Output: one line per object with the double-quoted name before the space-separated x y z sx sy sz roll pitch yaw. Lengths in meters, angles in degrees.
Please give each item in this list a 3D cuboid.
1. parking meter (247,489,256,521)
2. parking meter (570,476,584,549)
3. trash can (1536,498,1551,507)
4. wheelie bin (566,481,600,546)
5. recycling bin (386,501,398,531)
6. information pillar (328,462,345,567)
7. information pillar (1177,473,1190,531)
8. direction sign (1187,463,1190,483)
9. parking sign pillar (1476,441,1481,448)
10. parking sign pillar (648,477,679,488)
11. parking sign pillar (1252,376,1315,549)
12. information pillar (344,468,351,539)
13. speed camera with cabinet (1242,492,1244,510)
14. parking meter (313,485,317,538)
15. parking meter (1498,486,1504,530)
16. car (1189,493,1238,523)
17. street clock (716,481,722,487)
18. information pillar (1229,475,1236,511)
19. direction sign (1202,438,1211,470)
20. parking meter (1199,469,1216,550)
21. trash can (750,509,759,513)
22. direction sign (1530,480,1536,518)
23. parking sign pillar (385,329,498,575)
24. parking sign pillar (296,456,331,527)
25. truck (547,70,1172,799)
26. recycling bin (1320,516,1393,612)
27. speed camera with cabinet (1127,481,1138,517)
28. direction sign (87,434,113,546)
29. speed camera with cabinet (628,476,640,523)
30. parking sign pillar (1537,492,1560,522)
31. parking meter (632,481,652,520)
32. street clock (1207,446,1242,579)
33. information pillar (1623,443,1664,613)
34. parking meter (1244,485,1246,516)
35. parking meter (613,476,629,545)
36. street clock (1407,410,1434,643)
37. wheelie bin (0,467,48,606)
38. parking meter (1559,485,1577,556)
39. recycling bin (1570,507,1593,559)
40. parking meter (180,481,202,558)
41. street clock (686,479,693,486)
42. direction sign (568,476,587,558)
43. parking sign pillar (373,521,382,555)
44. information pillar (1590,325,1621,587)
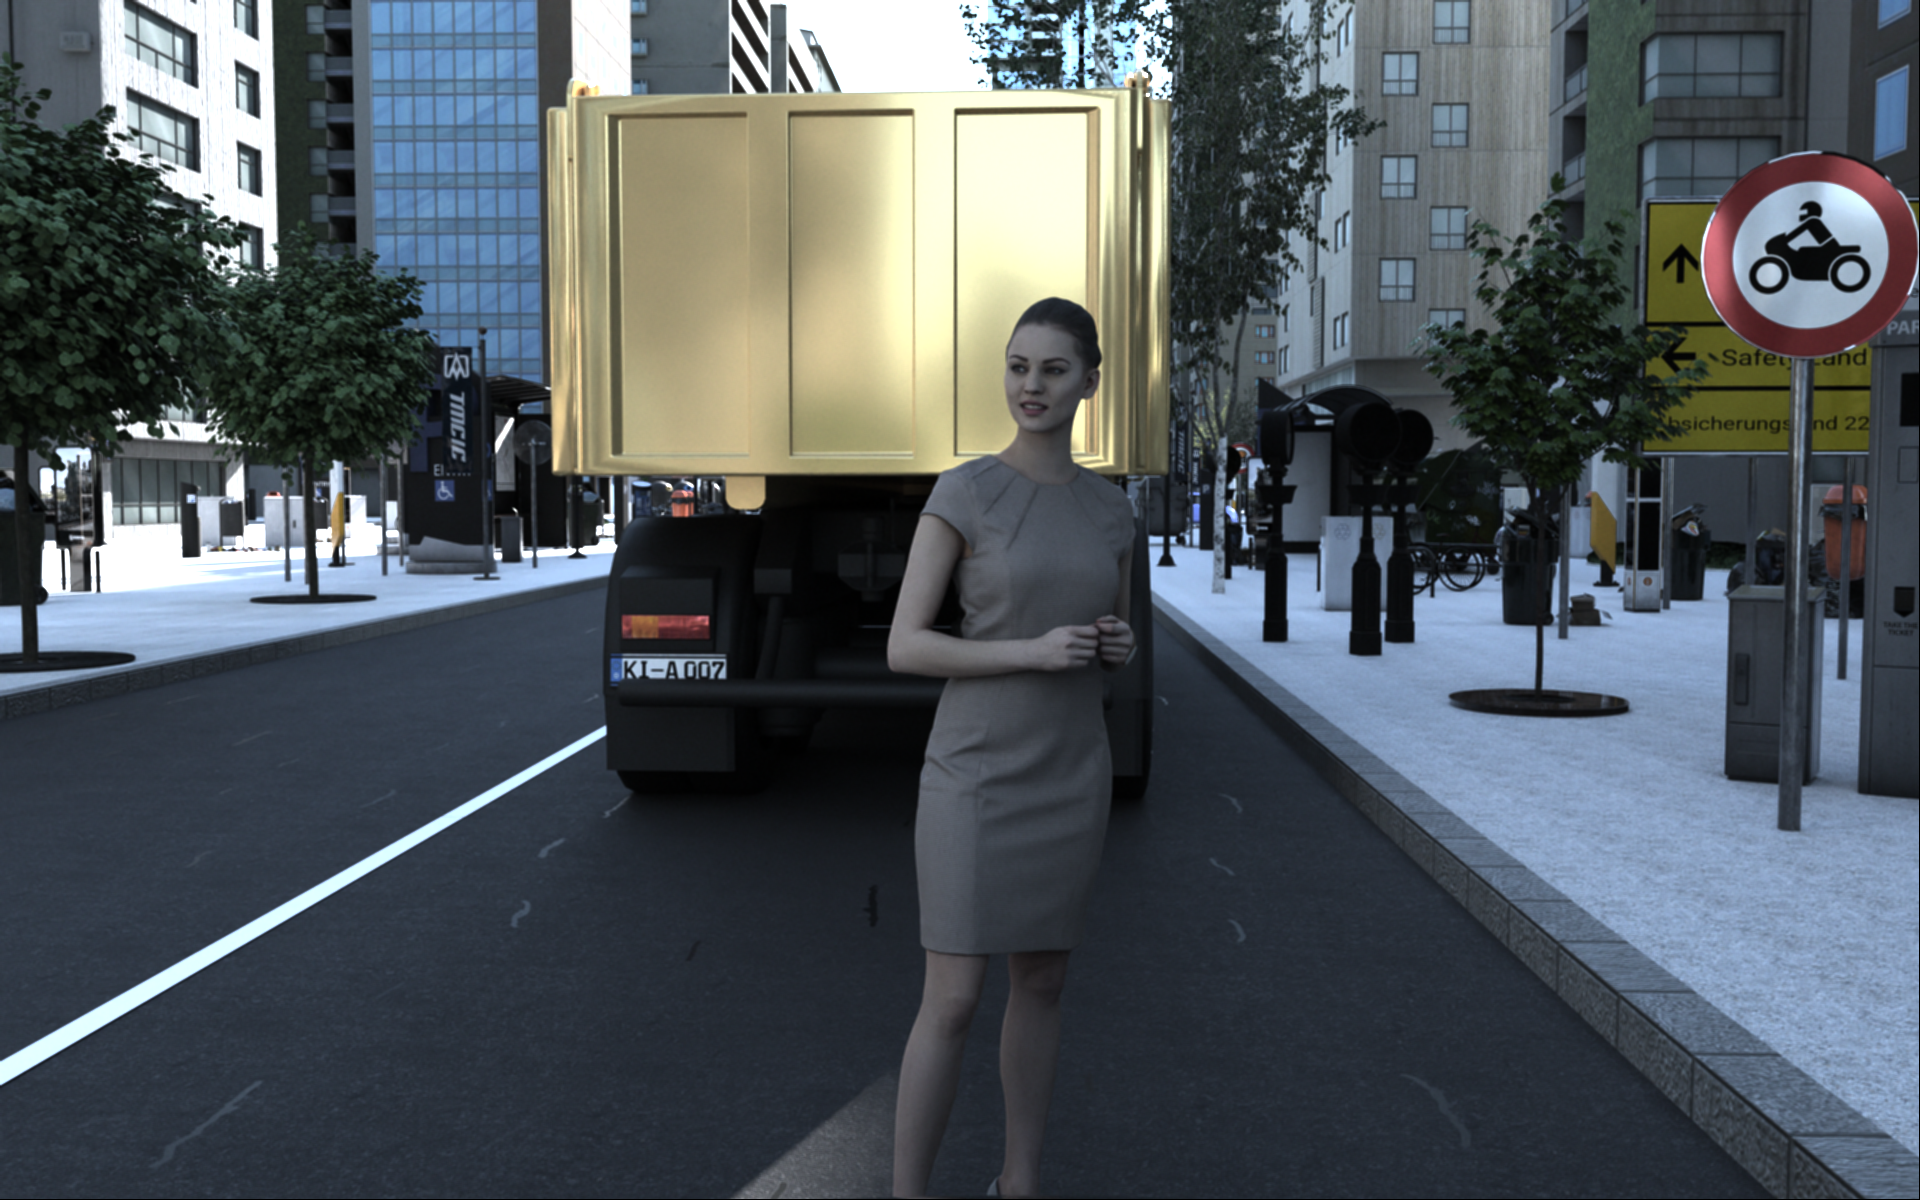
"parking meter" -34.184 -4.597 83.569 0.372 1.533 0.369 0 3 0
"parking meter" -9.015 -2.143 40.754 0.255 1.863 0.399 -1 4 -21
"trash can" 21.193 -3.157 63.277 0.748 1.137 0.748 0 3 0
"wheelie bin" -9.370 -2.145 42.983 0.980 1.594 0.693 2 4 29
"recycling bin" -19.750 -2.958 60.913 0.722 1.027 0.722 0 4 8
"information pillar" -10.954 -2.387 30.388 0.183 3.616 0.504 -3 4 -37
"information pillar" 7.858 -3.455 60.977 0.304 2.012 0.304 -3 4 -37
"direction sign" 17.068 -8.262 127.088 0.876 3.537 0.379 1 4 20
"parking sign pillar" 25.211 -5.964 85.976 1.447 3.967 1.447 1 4 23
"parking sign pillar" -11.191 -4.703 65.367 1.447 3.967 1.447 3 4 37
"parking sign pillar" 7.382 -3.115 39.400 1.447 3.967 1.447 2 4 25
"information pillar" -17.484 -2.726 49.068 0.304 2.012 0.304 1 4 18
"speed camera with cabinet" 23.599 -9.058 142.438 2.038 3.252 0.660 0 4 6
"parking meter" -19.020 -2.584 50.665 0.372 1.533 0.369 0 3 0
"parking meter" 15.937 -2.628 51.372 0.372 1.533 0.369 0 3 0
"car" 10.125 -3.984 74.723 3.694 1.707 1.945 0 4 0
"street clock" -12.375 -5.165 89.016 0.358 2.002 0.471 -1 4 -21
"information pillar" 14.186 -6.041 90.130 0.183 3.616 0.504 -2 4 -29
"direction sign" 9.957 -4.770 69.979 0.379 3.537 0.876 -1 4 -13
"parking meter" 5.705 -2.075 39.639 0.399 1.863 0.255 3 5 39
"trash can" -13.887 -6.448 117.071 0.748 1.137 0.748 0 3 0
"direction sign" 6.762 -1.738 20.409 0.379 3.537 0.876 0 4 -4
"parking sign pillar" -8.297 -2.428 28.163 1.447 3.967 1.447 1 4 12
"parking sign pillar" -25.199 -4.843 67.660 1.447 3.967 1.447 -2 4 -33
"truck" -0.110 -0.972 11.823 3.469 3.379 9.791 0 4 4
"recycling bin" 4.401 -0.409 19.249 0.722 1.027 0.722 0 4 7
"speed camera with cabinet" 6.271 -4.334 65.196 0.660 3.252 2.038 0 4 -6
"direction sign" -21.411 -3.128 43.147 0.379 3.537 0.876 1 4 15
"speed camera with cabinet" -9.097 -3.235 47.233 0.660 3.252 2.038 -1 4 -13
"parking sign pillar" 23.112 -4.818 67.242 1.447 3.967 1.447 0 4 -1
"parking meter" -5.934 -1.463 32.335 0.372 1.533 0.369 0 3 0
"street clock" 3.988 -1.321 26.172 0.471 2.002 0.358 -1 4 -17
"information pillar" 7.431 -0.876 18.815 0.304 2.012 0.304 0 3 0
"parking meter" 16.516 -5.729 99.387 0.255 1.863 0.399 3 5 39
"parking meter" -8.574 -2.332 43.836 0.255 1.863 0.399 1 4 14
"street clock" 3.812 -0.636 14.964 0.471 2.002 0.358 -1 4 -14
"wheelie bin" -11.002 -0.742 20.038 0.980 1.594 0.693 3 5 40
"parking meter" 12.477 -1.826 35.569 0.255 1.863 0.399 0 4 4
"recycling bin" 12.582 -1.359 34.771 0.722 1.027 0.722 -1 4 -14
"parking meter" -15.468 -1.616 34.832 0.372 1.533 0.369 0 3 0
"street clock" -10.324 -3.822 67.053 0.471 2.002 0.358 2 4 25
"direction sign" -7.656 -2.603 34.551 0.876 3.537 0.379 -2 4 -32
"parking sign pillar" -11.714 -2.959 36.849 1.447 3.967 1.447 -2 4 -24
"information pillar" 8.930 -1.993 23.948 0.504 3.616 0.183 -2 4 -35
